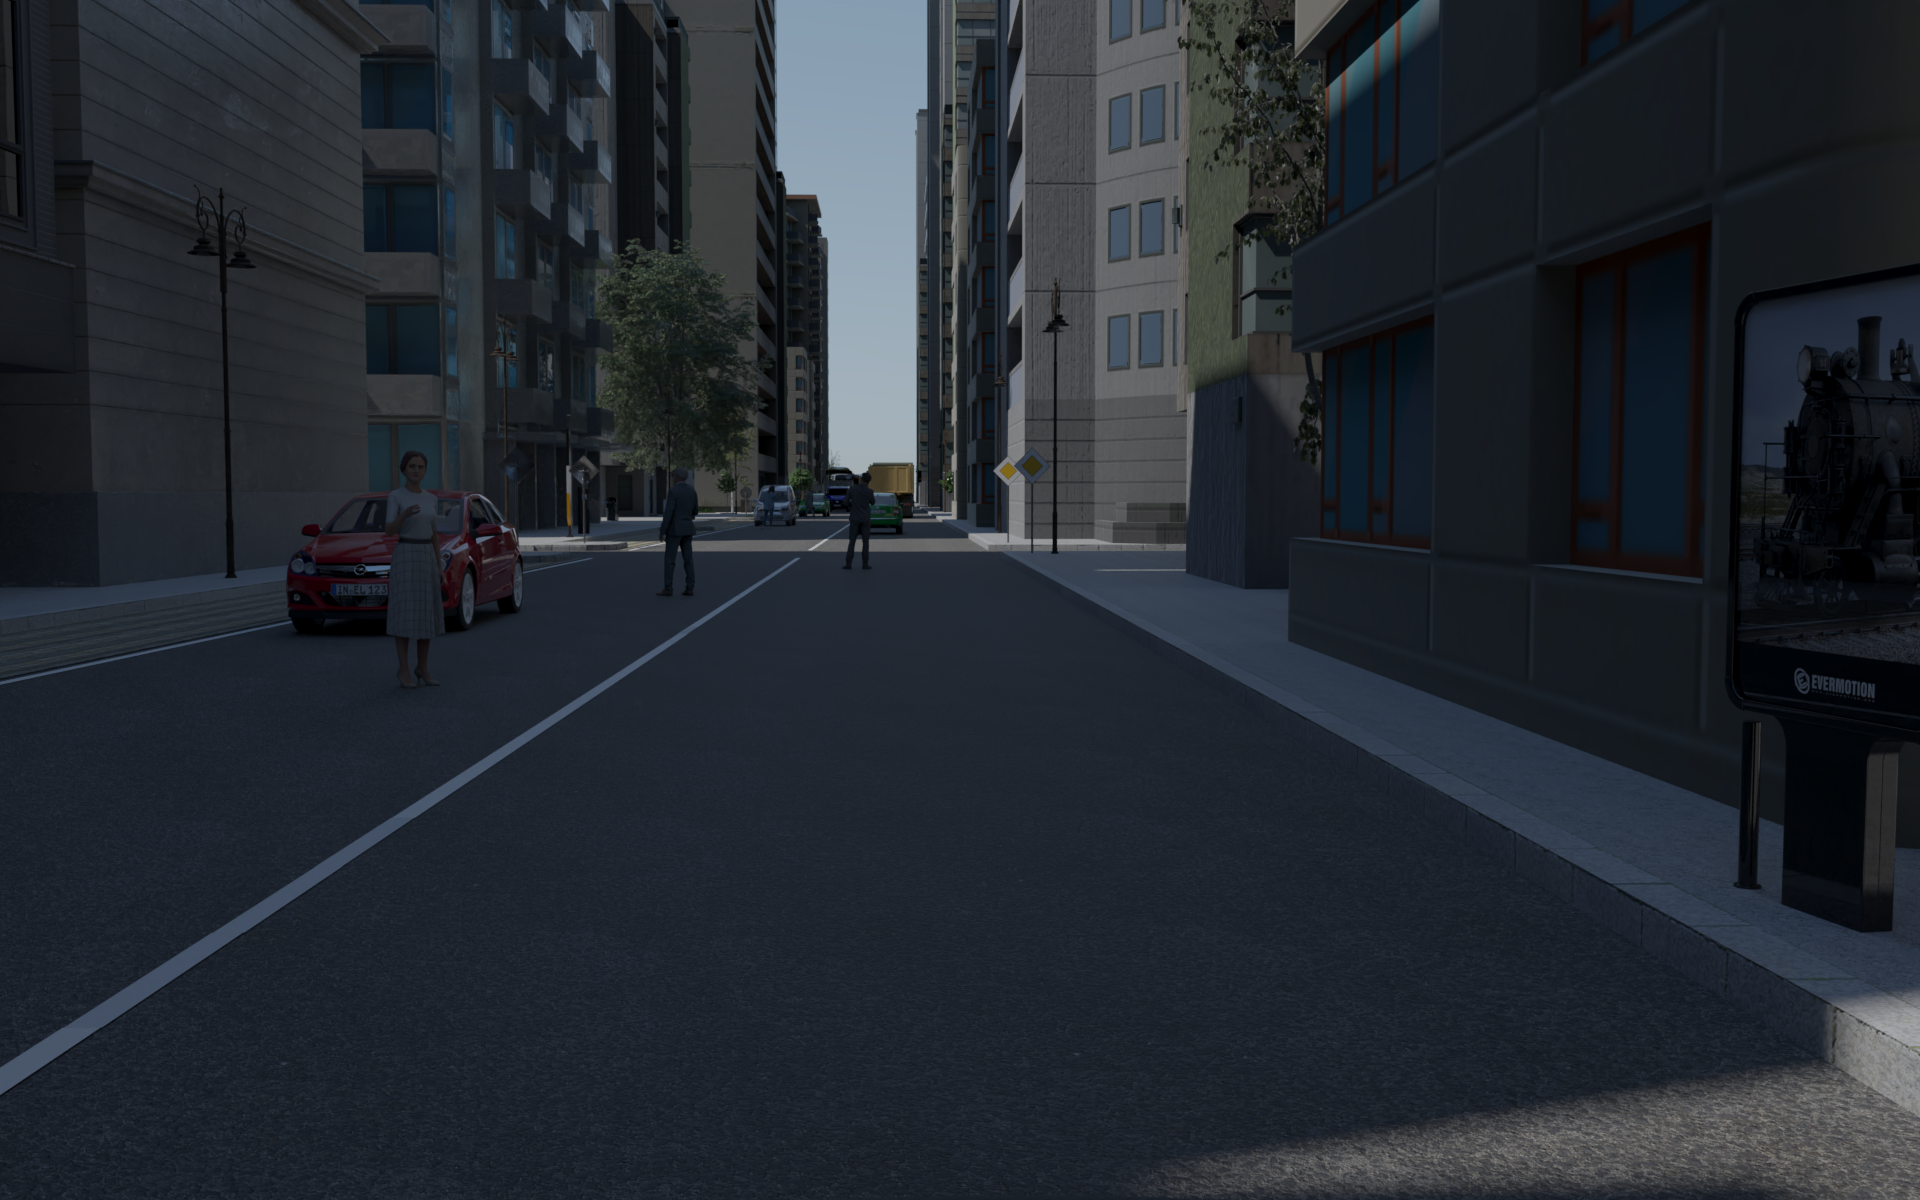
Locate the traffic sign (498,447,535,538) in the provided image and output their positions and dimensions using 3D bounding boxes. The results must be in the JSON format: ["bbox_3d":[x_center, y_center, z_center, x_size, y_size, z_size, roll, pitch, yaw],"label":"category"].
[{"bbox_3d":[-9.479,-2.044,37.061,0.795,2.450,0.064,0,4,-2],"label":"traffic sign"}]

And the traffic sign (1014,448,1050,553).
[{"bbox_3d":[1.558,-2.068,37.449,0.795,2.450,0.064,0,4,-2],"label":"traffic sign"}]

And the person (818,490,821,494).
[{"bbox_3d":[-15.036,-10.800,185.085,0.705,1.823,1.348,0,4,3],"label":"person"}]

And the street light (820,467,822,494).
[{"bbox_3d":[-18.972,-16.139,236.652,0.468,5.910,1.993,0,4,-2],"label":"street light"}]

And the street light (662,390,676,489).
[{"bbox_3d":[-12.998,-6.399,77.414,0.468,5.910,1.993,0,4,-2],"label":"street light"}]

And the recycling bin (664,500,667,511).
[{"bbox_3d":[-13.158,-4.109,79.744,0.722,1.027,0.722,2,4,29],"label":"recycling bin"}]

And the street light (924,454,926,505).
[{"bbox_3d":[-3.884,-13.689,196.603,0.468,5.910,1.993,0,4,-2],"label":"street light"}]

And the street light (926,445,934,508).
[{"bbox_3d":[-2.713,-11.708,164.218,0.468,5.910,1.993,0,4,-2],"label":"street light"}]

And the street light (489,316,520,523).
[{"bbox_3d":[-11.831,-4.425,45.135,0.468,5.910,1.993,0,4,-2],"label":"street light"}]

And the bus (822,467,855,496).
[{"bbox_3d":[-10.958,-10.212,158.511,2.896,3.916,12.252,0,4,-2],"label":"bus"}]

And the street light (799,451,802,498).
[{"bbox_3d":[-17.168,-13.076,186.571,0.468,5.910,1.993,0,4,-2],"label":"street light"}]

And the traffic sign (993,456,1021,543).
[{"bbox_3d":[1.262,-2.556,45.429,0.795,2.450,0.064,0,4,-2],"label":"traffic sign"}]

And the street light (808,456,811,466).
[{"bbox_3d":[-17.737,-14.191,204.805,0.468,5.910,1.993,0,4,-2],"label":"street light"}]

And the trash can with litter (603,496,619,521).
[{"bbox_3d":[-16.707,-4.381,83.013,0.624,1.170,1.055,0,4,2],"label":"trash can with litter"}]

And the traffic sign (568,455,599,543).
[{"bbox_3d":[-9.776,-2.532,45.041,0.795,2.450,0.064,0,4,-2],"label":"traffic sign"}]

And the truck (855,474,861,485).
[{"bbox_3d":[-11.067,-10.766,171.941,3.469,3.379,9.791,0,4,-2],"label":"truck"}]

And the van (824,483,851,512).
[{"bbox_3d":[-9.794,-8.303,140.132,2.240,2.365,5.245,0,4,-1],"label":"van"}]

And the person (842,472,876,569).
[{"bbox_3d":[-1.941,-1.520,33.154,0.655,1.846,0.447,0,4,-3],"label":"person"}]

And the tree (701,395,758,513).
[{"bbox_3d":[-15.381,-10.158,116.447,4.737,8.622,4.395,0,3,0],"label":"tree"}]

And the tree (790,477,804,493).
[{"bbox_3d":[-17.979,-12.020,191.123,1.663,3.219,1.824,0,3,0],"label":"tree"}]

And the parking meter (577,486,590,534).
[{"bbox_3d":[-12.144,-2.903,55.871,0.372,1.533,0.369,0,3,0],"label":"parking meter"}]

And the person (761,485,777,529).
[{"bbox_3d":[-7.931,-3.849,71.701,0.793,1.790,0.793,-2,4,-24],"label":"person"}]

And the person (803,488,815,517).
[{"bbox_3d":[-9.263,-5.975,106.291,0.767,1.812,0.694,3,4,36],"label":"person"}]

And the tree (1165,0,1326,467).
[{"bbox_3d":[3.981,-4.103,17.442,4.360,8.622,3.978,0,3,0],"label":"tree"}]

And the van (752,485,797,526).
[{"bbox_3d":[-8.375,-4.379,78.608,2.013,2.044,4.112,0,4,-1],"label":"van"}]

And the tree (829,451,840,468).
[{"bbox_3d":[-20.809,-20.144,279.718,4.360,8.622,3.978,0,3,0],"label":"tree"}]

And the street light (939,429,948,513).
[{"bbox_3d":[-1.043,-9.013,120.154,0.468,5.910,1.993,0,4,-2],"label":"street light"}]

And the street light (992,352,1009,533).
[{"bbox_3d":[1.299,-5.106,56.272,0.468,5.910,1.993,0,4,-2],"label":"street light"}]

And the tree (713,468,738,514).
[{"bbox_3d":[-15.299,-7.236,112.908,1.663,3.219,1.824,0,3,0],"label":"tree"}]

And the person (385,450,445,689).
[{"bbox_3d":[-3.999,-0.229,12.814,0.524,1.755,0.480,3,4,37],"label":"person"}]

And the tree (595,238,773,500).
[{"bbox_3d":[-14.358,-11.010,86.664,9.857,13.997,8.962,0,3,0],"label":"tree"}]

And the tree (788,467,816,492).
[{"bbox_3d":[-17.831,-12.900,194.625,4.285,4.588,4.351,0,3,0],"label":"tree"}]

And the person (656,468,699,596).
[{"bbox_3d":[-4.019,-0.967,24.490,0.590,1.801,0.661,3,4,38],"label":"person"}]

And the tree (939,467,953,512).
[{"bbox_3d":[-0.598,-7.913,123.975,1.663,3.219,1.824,0,3,0],"label":"tree"}]

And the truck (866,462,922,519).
[{"bbox_3d":[-4.071,-6.629,104.307,3.469,3.379,9.791,0,4,-1],"label":"truck"}]
